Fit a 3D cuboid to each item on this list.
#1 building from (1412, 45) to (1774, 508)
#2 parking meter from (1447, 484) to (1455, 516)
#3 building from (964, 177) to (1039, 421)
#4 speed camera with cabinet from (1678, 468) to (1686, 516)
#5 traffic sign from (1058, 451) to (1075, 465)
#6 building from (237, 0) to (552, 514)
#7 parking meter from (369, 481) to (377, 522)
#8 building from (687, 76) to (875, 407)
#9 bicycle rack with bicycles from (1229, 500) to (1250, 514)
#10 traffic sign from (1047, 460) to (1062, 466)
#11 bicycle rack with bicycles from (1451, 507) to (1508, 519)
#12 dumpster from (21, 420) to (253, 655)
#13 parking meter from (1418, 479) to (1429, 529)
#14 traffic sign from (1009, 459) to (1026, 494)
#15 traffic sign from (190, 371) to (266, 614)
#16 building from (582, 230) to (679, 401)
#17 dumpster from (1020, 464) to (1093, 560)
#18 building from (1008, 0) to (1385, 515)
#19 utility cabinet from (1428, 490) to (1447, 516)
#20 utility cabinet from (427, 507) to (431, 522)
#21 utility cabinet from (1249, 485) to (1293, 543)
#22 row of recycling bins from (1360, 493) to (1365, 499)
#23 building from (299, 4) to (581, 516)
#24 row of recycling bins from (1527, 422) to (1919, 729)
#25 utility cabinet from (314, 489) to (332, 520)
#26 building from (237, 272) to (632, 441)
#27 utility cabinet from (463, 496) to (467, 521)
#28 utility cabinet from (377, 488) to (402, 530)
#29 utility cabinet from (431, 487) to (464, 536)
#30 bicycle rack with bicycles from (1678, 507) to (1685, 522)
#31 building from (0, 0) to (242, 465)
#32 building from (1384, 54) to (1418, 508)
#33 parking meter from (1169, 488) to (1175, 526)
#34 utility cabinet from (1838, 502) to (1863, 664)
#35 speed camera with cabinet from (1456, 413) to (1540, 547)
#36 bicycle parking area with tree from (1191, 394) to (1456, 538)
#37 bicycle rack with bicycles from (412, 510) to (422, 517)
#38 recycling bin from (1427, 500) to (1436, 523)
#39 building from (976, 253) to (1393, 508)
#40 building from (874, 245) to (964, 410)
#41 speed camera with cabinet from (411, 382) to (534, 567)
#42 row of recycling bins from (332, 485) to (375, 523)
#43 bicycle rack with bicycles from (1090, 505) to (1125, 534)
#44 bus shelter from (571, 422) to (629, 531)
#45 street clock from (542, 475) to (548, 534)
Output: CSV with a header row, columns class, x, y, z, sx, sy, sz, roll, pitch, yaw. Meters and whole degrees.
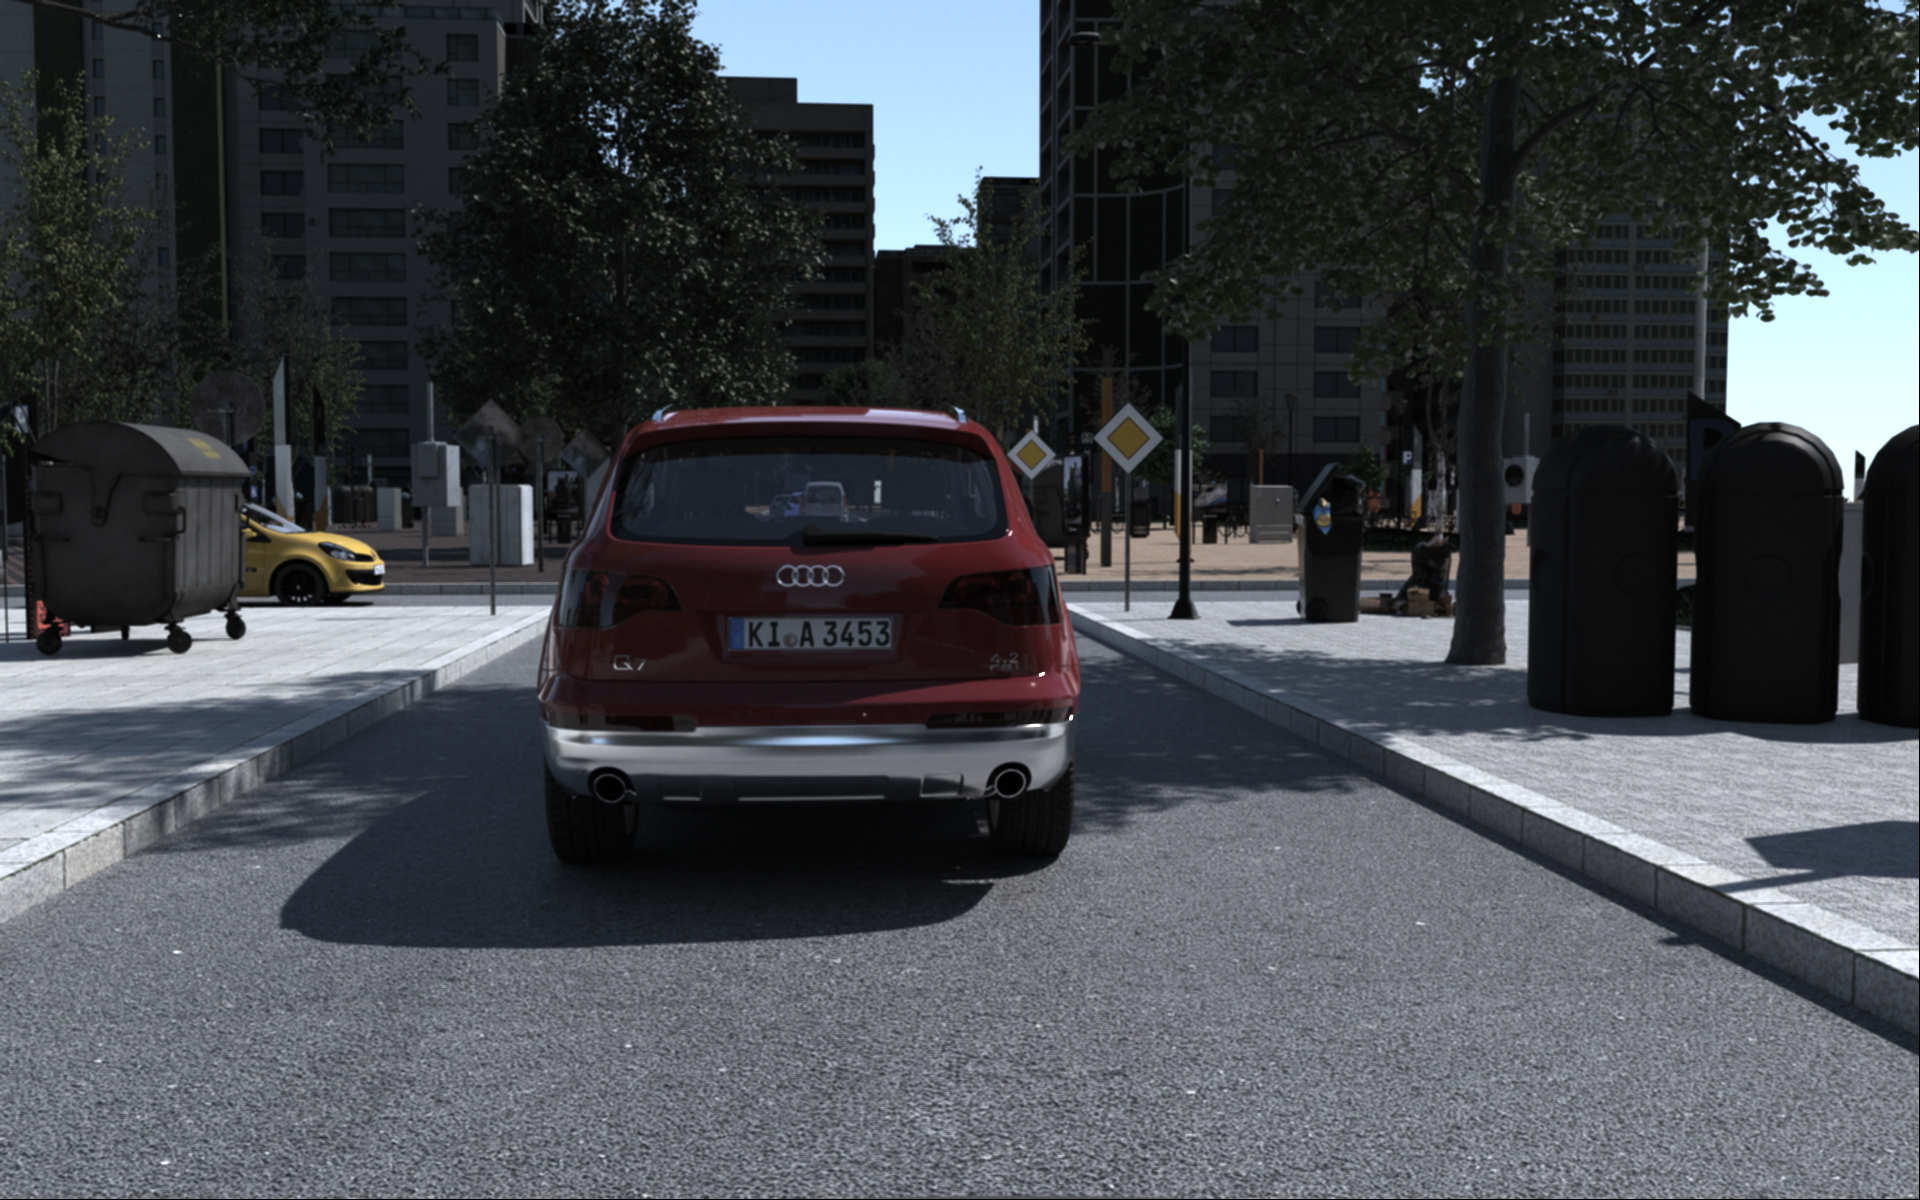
class,x,y,z,sx,sy,sz,roll,pitch,yaw
building,53.090,-28.401,156.242,23.993,40.220,32.217,0,4,-5
parking meter,28.758,-5.861,101.530,0.399,1.863,0.255,3,4,37
building,8.352,-23.792,160.692,14.160,30.474,14.107,0,4,-5
speed camera with cabinet,42.227,-6.425,99.377,0.660,3.252,2.038,-2,4,-26
traffic sign,2.992,-2.755,46.227,0.795,2.450,0.064,0,4,-1
building,-37.409,-41.842,122.373,20.563,71.187,20.611,0,4,-5
parking meter,-27.268,-4.573,80.481,0.255,1.863,0.399,-2,4,-27
building,-21.164,-35.582,205.470,21.600,48.544,21.300,0,4,-5
bicycle rack with bicycles,16.014,-5.109,96.909,2.852,0.926,2.925,-2,4,-24
traffic sign,2.825,-3.021,51.526,0.606,2.300,0.079,0,4,0
bicycle rack with bicycles,23.725,-4.028,79.245,2.852,0.926,2.925,0,4,-1
dumpster,-6.845,-0.535,14.514,1.264,1.857,1.865,0,4,-5
parking meter,17.178,-3.586,64.345,0.399,1.863,0.255,3,5,41
traffic sign,1.607,-2.643,43.314,0.768,2.556,0.104,0,4,4
traffic sign,-7.569,-1.090,17.921,0.768,2.556,0.104,0,4,-3
building,-44.340,-31.619,208.857,23.993,40.220,32.217,0,4,-5
dumpster,1.931,-1.757,34.480,1.264,1.857,1.865,0,4,-5
building,14.525,-41.262,112.886,20.563,71.187,20.611,0,4,-5
utility cabinet,27.691,-5.628,100.697,1.173,1.500,0.318,0,4,1
utility cabinet,-24.079,-4.182,79.537,0.306,1.237,1.020,3,5,45
utility cabinet,8.035,-2.203,44.690,1.173,1.500,0.318,-2,4,-28
row of recycling bins,22.010,-5.496,96.980,1.069,1.692,3.534,0,4,-1
building,-31.366,-20.493,106.766,14.160,30.474,14.107,0,4,-5
row of recycling bins,5.124,-0.171,9.908,3.534,1.692,1.069,1,4,15
utility cabinet,-30.511,-4.561,83.254,0.318,1.500,1.173,1,4,18
building,-43.173,-18.672,150.321,28.899,21.520,27.650,0,4,-5
utility cabinet,-24.090,-4.405,83.181,1.020,1.237,0.306,3,4,38
utility cabinet,-20.009,-3.187,60.781,1.173,1.500,0.318,3,5,44
utility cabinet,-15.615,-2.697,52.767,1.173,1.500,0.318,2,4,35
bicycle rack with bicycles,35.148,-4.478,86.595,2.925,0.926,2.852,0,4,-1
building,-72.918,-37.156,149.497,28.212,58.520,21.231,0,4,-5
building,29.960,-32.717,158.626,21.600,48.544,21.300,0,4,-5
parking meter,8.696,-3.787,70.329,0.372,1.533,0.369,0,3,0
utility cabinet,6.387,-0.117,13.078,1.020,1.237,0.306,-2,4,-24
speed camera with cabinet,13.267,-2.964,42.798,0.660,3.252,2.038,-3,4,-37
bicycle parking area with tree,11.519,-3.922,51.120,8.231,4.147,9.016,-2,4,-26
bicycle rack with bicycles,-31.284,-5.135,97.337,2.852,0.926,2.925,-1,4,-18
recycling bin,20.595,-3.903,76.368,0.722,1.027,0.722,-2,4,-24
building,16.513,-18.028,139.803,27.650,21.520,28.899,0,4,-5
building,-3.011,-26.421,203.679,14.107,30.474,14.160,0,4,-5
speed camera with cabinet,-8.657,-2.227,30.754,2.038,3.252,0.660,1,4,9
row of recycling bins,-27.073,-4.301,77.427,1.069,1.692,3.534,0,4,1
bicycle rack with bicycles,4.206,-2.646,56.652,2.852,0.926,2.925,3,4,38
bus shelter,-10.104,-3.504,51.208,2.014,3.302,5.546,0,4,-5
street clock,-13.439,-3.142,55.943,0.358,2.002,0.471,-2,4,-25
